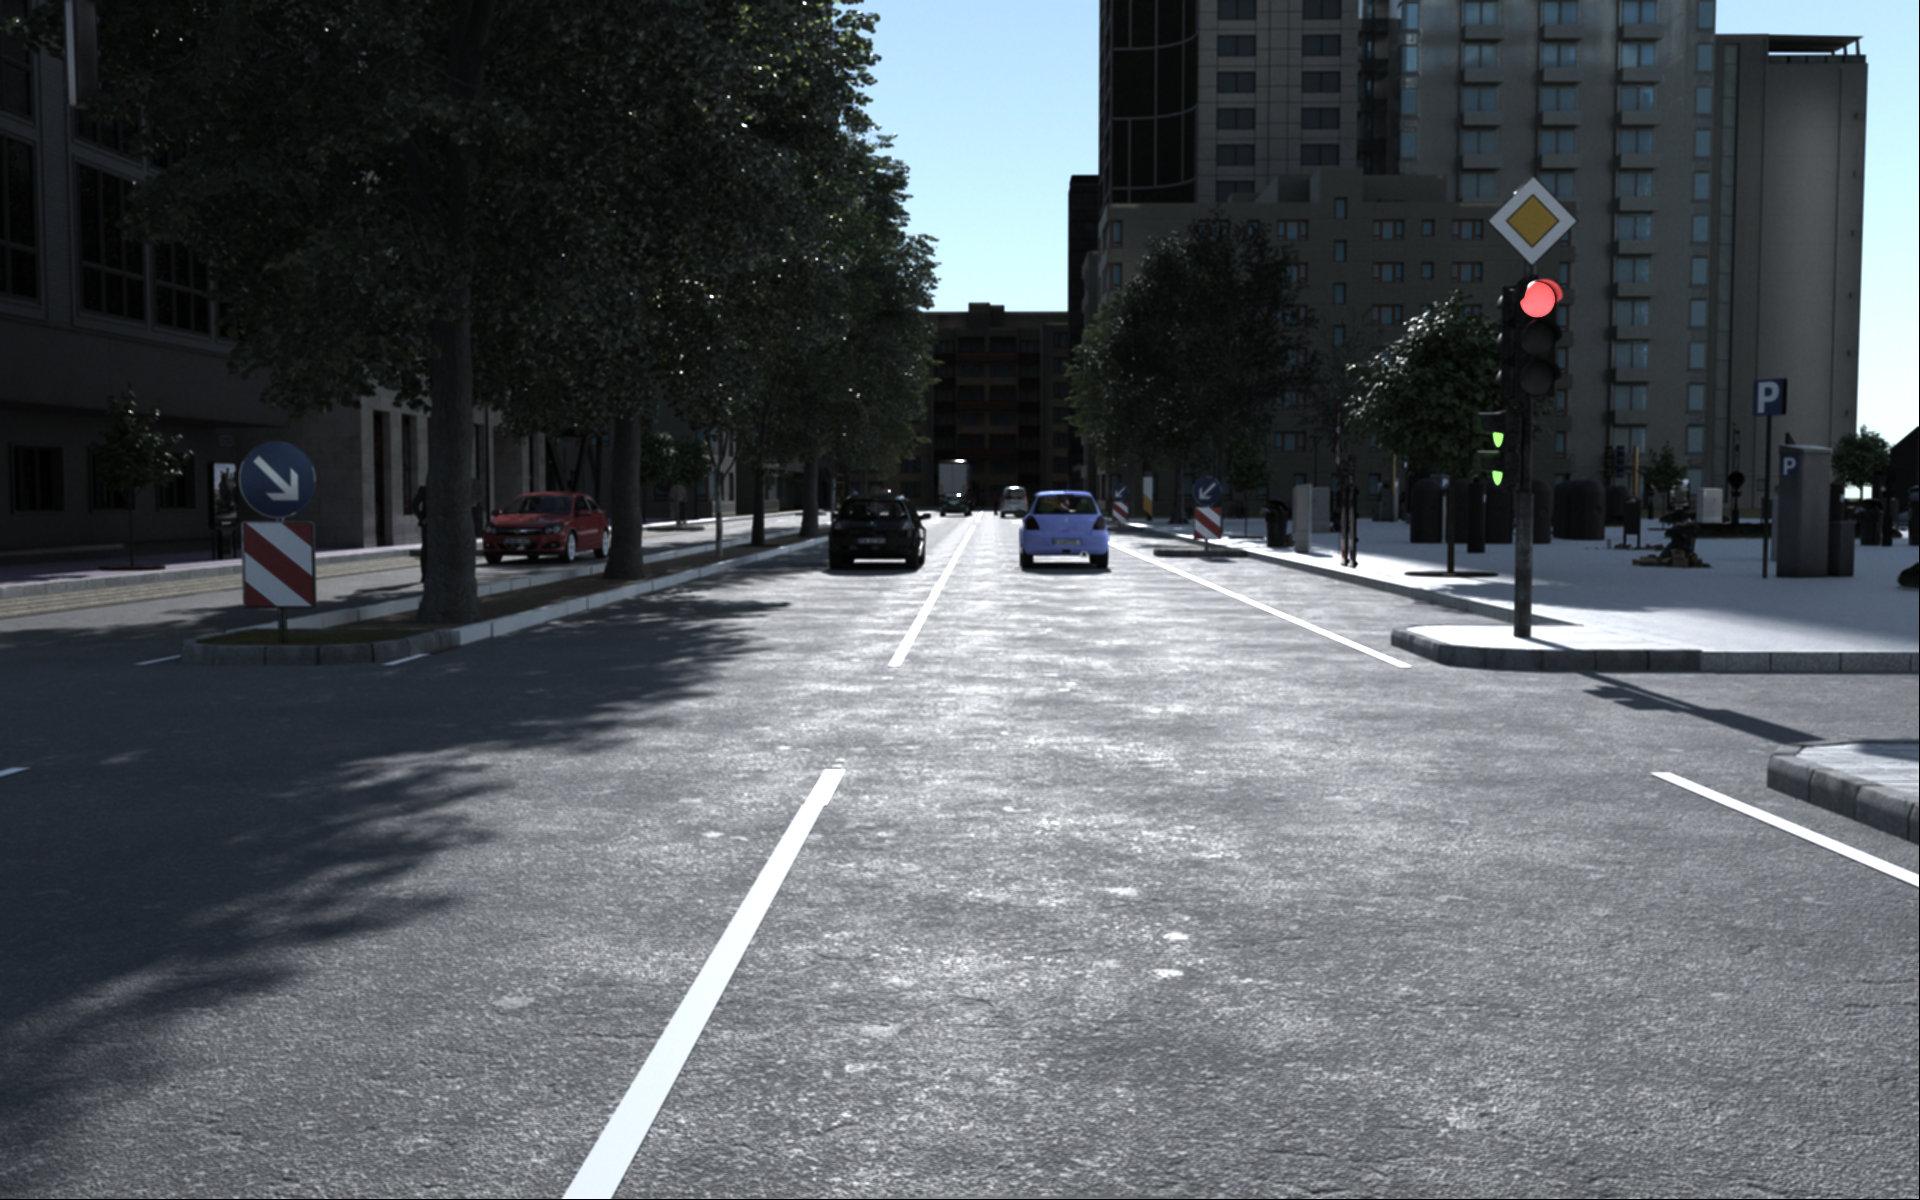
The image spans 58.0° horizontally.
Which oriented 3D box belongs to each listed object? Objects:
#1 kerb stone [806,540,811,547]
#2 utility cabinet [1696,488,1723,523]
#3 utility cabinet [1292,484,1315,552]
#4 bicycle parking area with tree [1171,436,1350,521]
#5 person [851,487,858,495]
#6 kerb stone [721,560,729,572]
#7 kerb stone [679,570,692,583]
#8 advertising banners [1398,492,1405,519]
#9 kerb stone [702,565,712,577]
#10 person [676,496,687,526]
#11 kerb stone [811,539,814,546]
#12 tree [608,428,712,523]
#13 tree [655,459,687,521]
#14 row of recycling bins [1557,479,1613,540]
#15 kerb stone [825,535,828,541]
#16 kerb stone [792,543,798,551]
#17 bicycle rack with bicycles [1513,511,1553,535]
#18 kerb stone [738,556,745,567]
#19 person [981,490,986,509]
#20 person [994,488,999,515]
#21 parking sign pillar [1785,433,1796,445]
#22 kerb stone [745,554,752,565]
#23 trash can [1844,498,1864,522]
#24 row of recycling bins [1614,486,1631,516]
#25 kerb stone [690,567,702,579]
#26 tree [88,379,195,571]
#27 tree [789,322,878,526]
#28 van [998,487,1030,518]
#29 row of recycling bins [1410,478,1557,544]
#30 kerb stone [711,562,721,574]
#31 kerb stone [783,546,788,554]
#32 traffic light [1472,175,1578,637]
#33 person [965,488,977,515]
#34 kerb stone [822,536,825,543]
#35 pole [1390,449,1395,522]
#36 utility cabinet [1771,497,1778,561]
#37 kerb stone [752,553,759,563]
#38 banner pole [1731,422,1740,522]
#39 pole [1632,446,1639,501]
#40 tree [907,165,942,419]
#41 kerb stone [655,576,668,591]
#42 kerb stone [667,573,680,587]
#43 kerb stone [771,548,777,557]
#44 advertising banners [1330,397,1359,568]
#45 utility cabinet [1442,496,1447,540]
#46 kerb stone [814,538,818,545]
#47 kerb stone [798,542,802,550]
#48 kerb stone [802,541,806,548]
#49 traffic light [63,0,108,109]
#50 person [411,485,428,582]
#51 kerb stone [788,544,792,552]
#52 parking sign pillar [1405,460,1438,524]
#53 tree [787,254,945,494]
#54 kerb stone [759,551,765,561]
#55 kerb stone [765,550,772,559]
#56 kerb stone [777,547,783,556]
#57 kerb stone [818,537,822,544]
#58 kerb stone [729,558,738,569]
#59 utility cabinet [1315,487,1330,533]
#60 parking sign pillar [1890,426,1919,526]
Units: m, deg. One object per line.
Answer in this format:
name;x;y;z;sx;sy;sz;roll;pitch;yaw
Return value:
kerb stone;-4.194;-1.486;46.517;0.120;0.150;1.000;0;4;1
utility cabinet;28.386;-3.480;65.577;1.173;1.500;0.318;-2;4;-32
utility cabinet;7.557;-1.803;38.166;0.318;1.500;1.173;1;4;14
bicycle parking area with tree;15.137;-6.091;86.597;8.231;4.147;9.016;3;5;39
person;-6.285;-5.663;100.956;0.599;1.838;0.709;-3;5;-41
kerb stone;-4.465;-0.610;32.172;0.120;0.150;1.000;0;4;1
kerb stone;-4.540;-0.360;28.080;0.120;0.150;1.000;0;4;1
advertising banners;23.248;-5.646;88.501;2.074;3.025;0.090;2;4;26
kerb stone;-4.495;-0.484;30.127;0.120;0.150;1.000;0;4;1
person;-11.553;-3.829;71.653;0.519;1.759;0.362;1;4;17
kerb stone;-4.183;-1.545;47.547;0.120;0.150;1.000;0;4;1
tree;-14.282;-5.763;77.931;4.285;4.588;4.351;0;3;0
tree;-13.629;-5.364;82.302;1.663;3.219;1.824;0;3;0
row of recycling bins;17.751;-2.613;49.829;1.069;1.692;3.534;1;4;9
kerb stone;-4.108;-1.801;51.645;0.120;0.150;1.000;0;4;1
kerb stone;-4.250;-1.295;43.436;0.120;0.150;1.000;0;4;1
bicycle rack with bicycles;18.109;-2.496;54.200;2.925;0.926;2.852;3;5;42
kerb stone;-4.432;-0.736;34.223;0.120;0.150;1.000;0;4;1
person;2.168;-9.453;163.061;0.705;1.824;1.348;-1;4;-17
person;2.557;-6.914;121.485;0.705;1.831;1.348;0;4;-2
parking sign pillar;36.914;-5.386;76.526;1.447;3.967;1.447;-3;5;-41
kerb stone;-4.406;-0.795;35.245;0.120;0.150;1.000;0;4;1
trash can;30.070;-2.863;58.458;0.748;1.137;0.748;0;3;0
row of recycling bins;32.337;-4.835;86.168;1.069;1.692;3.534;0;4;-3
kerb stone;-4.529;-0.423;29.105;0.120;0.150;1.000;0;4;1
tree;-14.090;-2.124;29.330;1.663;3.219;1.824;0;3;0
tree;-4.785;-6.864;65.052;4.360;8.622;3.978;0;3;0
van;3.324;-6.080;106.411;2.013;2.044;4.112;0;4;1
row of recycling bins;13.614;-2.335;45.296;3.534;1.692;1.069;1;4;12
kerb stone;-4.486;-0.548;31.150;0.120;0.150;1.000;0;4;1
kerb stone;-4.296;-1.174;41.384;0.120;0.150;1.000;0;4;1
traffic light;5.037;-1.623;15.456;0.839;4.253;0.868;0;4;1
person;0.648;-6.608;116.475;0.705;1.831;1.348;-3;4;-36
kerb stone;-4.129;-1.736;50.616;0.120;0.150;1.000;0;4;1
pole;19.733;-5.206;78.960;0.158;3.312;0.155;0;3;0
utility cabinet;15.996;-1.350;33.236;1.020;1.237;0.306;-2;4;-33
kerb stone;-4.398;-0.858;36.267;0.120;0.150;1.000;0;4;1
banner pole;26.932;-4.291;60.179;0.401;3.779;0.863;0;4;8
pole;28.748;-4.887;73.743;0.158;3.312;0.155;0;3;0
tree;-5.019;-9.065;57.329;9.857;13.997;8.962;0;3;0
kerb stone;-4.575;-0.235;26.030;0.120;0.150;1.000;0;4;1
kerb stone;-4.557;-0.297;27.057;0.120;0.150;1.000;0;4;1
kerb stone;-4.331;-1.048;39.340;0.120;0.150;1.000;0;4;1
advertising banners;6.853;-2.116;30.784;0.090;3.025;2.074;0;4;2
utility cabinet;13.833;-2.304;48.835;1.020;1.237;0.306;-1;4;-21
kerb stone;-4.167;-1.607;48.569;0.120;0.150;1.000;0;4;1
kerb stone;-4.236;-1.362;44.461;0.120;0.150;1.000;0;4;1
kerb stone;-4.219;-1.424;45.483;0.120;0.150;1.000;0;4;1
traffic light;-10.229;-2.513;15.756;4.771;5.953;1.251;0;4;1
person;-8.576;-1.250;28.299;0.474;1.900;0.648;2;4;32
kerb stone;-4.283;-1.231;42.411;0.120;0.150;1.000;0;4;1
parking sign pillar;19.965;-5.269;74.613;1.447;3.967;1.447;3;4;38
tree;-4.582;-9.808;80.952;7.486;12.596;7.792;0;3;0
kerb stone;-4.369;-0.923;37.296;0.120;0.150;1.000;0;4;1
kerb stone;-4.349;-0.981;38.318;0.120;0.150;1.000;0;4;1
kerb stone;-4.314;-1.110;40.362;0.120;0.150;1.000;0;4;1
kerb stone;-4.137;-1.676;49.593;0.120;0.150;1.000;0;4;1
kerb stone;-4.441;-0.673;33.200;0.120;0.150;1.000;0;4;1
utility cabinet;11.486;-2.934;56.653;1.173;1.500;0.318;0;4;4
parking sign pillar;37.848;-4.939;69.230;1.447;3.967;1.447;-1;4;-18
